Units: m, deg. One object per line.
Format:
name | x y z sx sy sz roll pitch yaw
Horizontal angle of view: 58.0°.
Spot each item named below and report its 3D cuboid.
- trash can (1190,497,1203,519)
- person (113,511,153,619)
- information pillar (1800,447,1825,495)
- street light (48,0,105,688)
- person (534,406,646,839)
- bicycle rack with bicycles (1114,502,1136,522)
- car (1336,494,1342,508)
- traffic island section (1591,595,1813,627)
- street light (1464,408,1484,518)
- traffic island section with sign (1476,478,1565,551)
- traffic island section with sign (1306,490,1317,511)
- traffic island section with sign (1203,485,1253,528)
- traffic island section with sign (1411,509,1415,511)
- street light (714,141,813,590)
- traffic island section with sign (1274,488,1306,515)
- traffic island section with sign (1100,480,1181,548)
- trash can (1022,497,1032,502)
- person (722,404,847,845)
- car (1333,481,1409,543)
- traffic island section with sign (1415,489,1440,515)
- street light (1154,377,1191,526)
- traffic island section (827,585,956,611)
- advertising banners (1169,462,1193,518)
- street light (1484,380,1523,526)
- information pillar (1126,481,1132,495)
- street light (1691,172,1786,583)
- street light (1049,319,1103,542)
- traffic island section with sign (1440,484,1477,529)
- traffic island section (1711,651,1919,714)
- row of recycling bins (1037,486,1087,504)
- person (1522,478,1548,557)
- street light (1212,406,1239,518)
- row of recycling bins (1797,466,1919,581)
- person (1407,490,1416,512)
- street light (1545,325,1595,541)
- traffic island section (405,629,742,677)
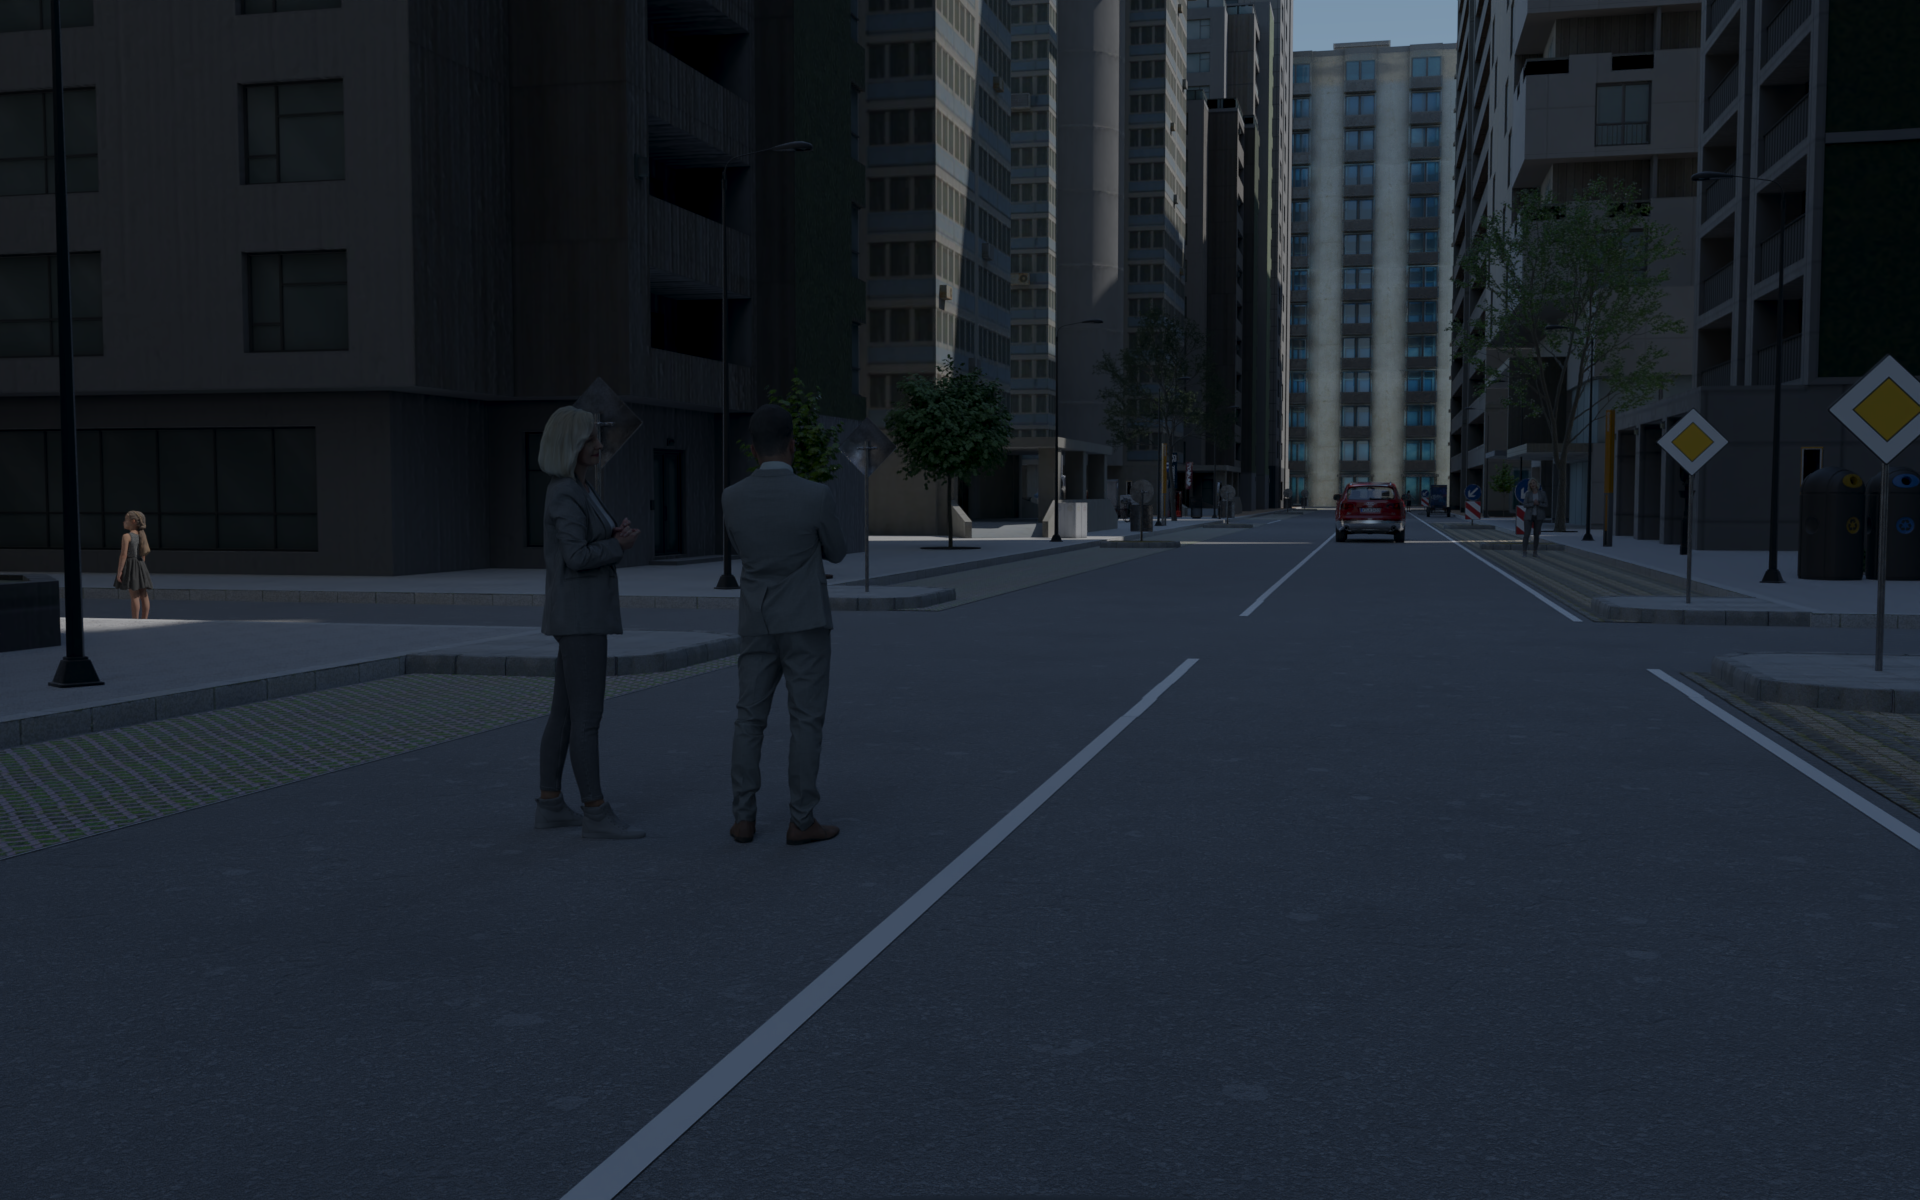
trash can | 12.333 -4.809 90.281 0.748 1.137 0.748 0 3 0
person | -8.781 -0.317 18.359 0.373 1.253 0.362 1 4 17
information pillar | 13.325 -1.384 27.118 0.304 2.012 0.304 2 4 31
street light | -5.405 -2.371 11.309 1.470 5.913 1.316 1 4 14
person | -1.564 0.079 7.394 0.526 1.800 0.537 0 4 3
bicycle rack with bicycles | 7.123 -4.014 79.014 2.925 0.926 2.852 -3 4 -36
car | 33.847 -8.703 151.335 2.155 1.783 4.494 1 4 14
traffic island section | 8.566 0.119 20.328 2.009 0.180 2.903 1 4 14
street light | 27.732 -7.362 92.903 1.470 5.913 1.316 1 4 14
traffic island section with sign | 14.499 -2.208 44.727 1.989 1.847 2.006 1 4 14
traffic island section with sign | 29.675 -8.570 148.747 1.989 1.847 2.006 1 4 14
traffic island section with sign | 11.367 -3.955 73.289 1.989 1.847 2.006 1 4 14
traffic island section with sign | 38.987 -8.384 145.701 1.989 1.847 2.006 1 4 14
street light | -2.617 -3.092 23.101 1.470 5.913 1.316 1 4 14
traffic island section with sign | 23.083 -6.909 121.590 1.989 1.847 2.006 1 4 14
traffic island section with sign | 4.889 -2.319 46.537 1.989 1.847 2.006 1 4 14
trash can | 3.026 -4.274 81.526 0.748 1.137 0.748 0 3 0
person | -0.726 0.089 7.229 0.511 1.800 0.466 0 4 3
car | 12.539 -2.704 52.890 2.281 1.827 5.304 1 4 14
traffic island section with sign | 32.573 -6.764 119.223 1.989 1.847 2.006 1 4 14
street light | 8.452 -5.892 68.871 1.470 5.913 1.316 1 4 14
traffic island section | -1.241 -0.026 22.703 2.009 0.180 2.903 1 4 14
advertising banners | 11.924 -6.019 94.595 0.090 3.025 2.074 -3 5 -43
street light | 22.212 -5.978 70.276 1.470 5.913 1.316 1 4 14
information pillar | 9.516 -5.693 97.570 0.304 2.012 0.304 0 4 4
street light | 11.230 -3.209 25.008 1.470 5.913 1.316 1 4 14
street light | 3.110 -4.505 46.201 1.470 5.913 1.316 1 4 14
traffic island section with sign | 20.849 -3.810 70.927 1.989 1.847 2.006 1 4 14
traffic island section | 6.684 0.594 12.568 2.009 0.180 2.903 1 4 14
row of recycling bins | 5.465 -4.769 85.085 3.534 1.692 1.069 1 4 21
person | 12.961 -1.856 39.022 0.537 1.800 0.526 1 4 21
street light | 14.017 -7.275 91.487 1.470 5.913 1.316 1 4 14
row of recycling bins | 14.401 -1.140 25.756 3.534 1.692 1.069 1 4 13
person | 35.693 -7.843 137.517 0.721 1.735 1.217 -2 4 -31
street light | 16.761 -4.593 47.632 1.470 5.913 1.316 1 4 14
traffic island section | -3.123 0.449 14.942 2.009 0.180 2.903 1 4 14
